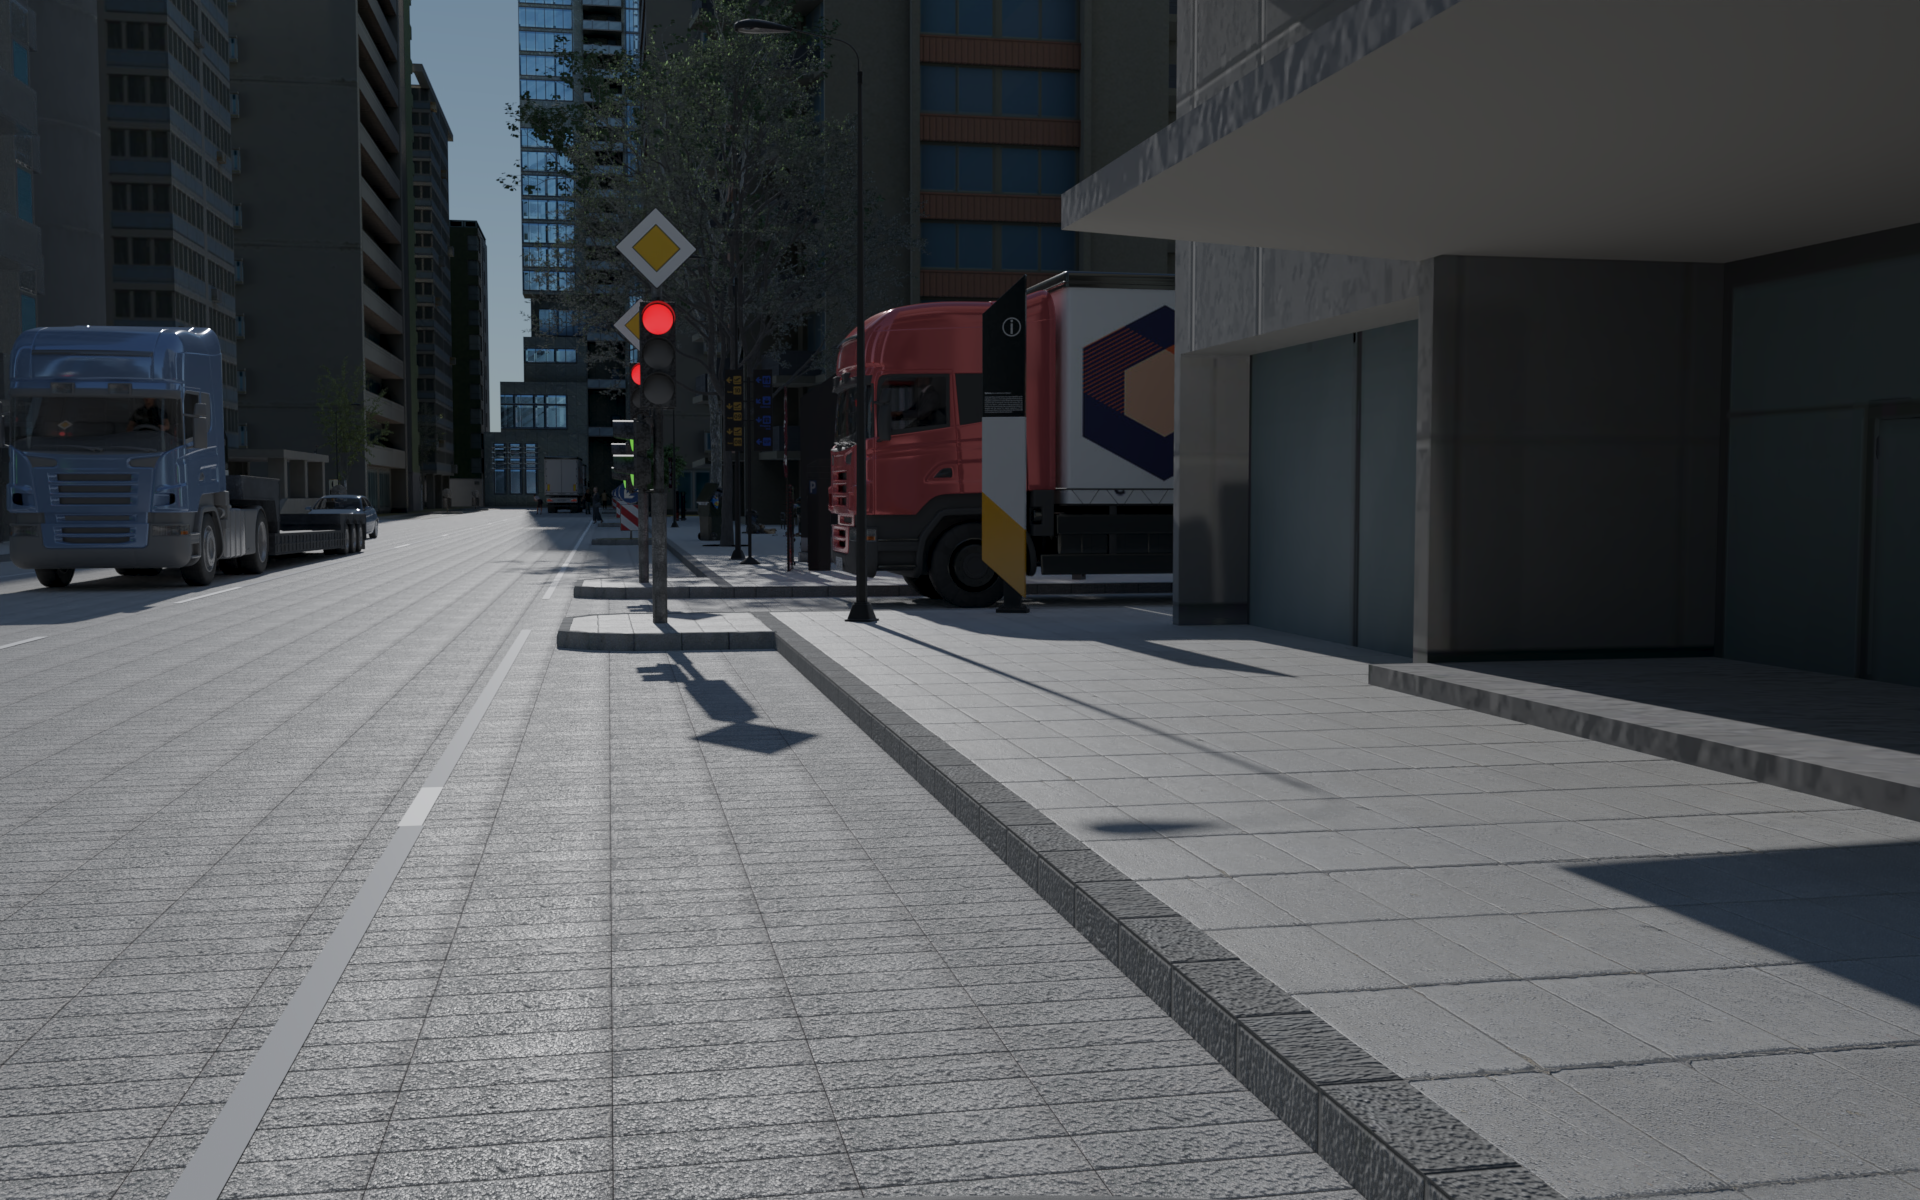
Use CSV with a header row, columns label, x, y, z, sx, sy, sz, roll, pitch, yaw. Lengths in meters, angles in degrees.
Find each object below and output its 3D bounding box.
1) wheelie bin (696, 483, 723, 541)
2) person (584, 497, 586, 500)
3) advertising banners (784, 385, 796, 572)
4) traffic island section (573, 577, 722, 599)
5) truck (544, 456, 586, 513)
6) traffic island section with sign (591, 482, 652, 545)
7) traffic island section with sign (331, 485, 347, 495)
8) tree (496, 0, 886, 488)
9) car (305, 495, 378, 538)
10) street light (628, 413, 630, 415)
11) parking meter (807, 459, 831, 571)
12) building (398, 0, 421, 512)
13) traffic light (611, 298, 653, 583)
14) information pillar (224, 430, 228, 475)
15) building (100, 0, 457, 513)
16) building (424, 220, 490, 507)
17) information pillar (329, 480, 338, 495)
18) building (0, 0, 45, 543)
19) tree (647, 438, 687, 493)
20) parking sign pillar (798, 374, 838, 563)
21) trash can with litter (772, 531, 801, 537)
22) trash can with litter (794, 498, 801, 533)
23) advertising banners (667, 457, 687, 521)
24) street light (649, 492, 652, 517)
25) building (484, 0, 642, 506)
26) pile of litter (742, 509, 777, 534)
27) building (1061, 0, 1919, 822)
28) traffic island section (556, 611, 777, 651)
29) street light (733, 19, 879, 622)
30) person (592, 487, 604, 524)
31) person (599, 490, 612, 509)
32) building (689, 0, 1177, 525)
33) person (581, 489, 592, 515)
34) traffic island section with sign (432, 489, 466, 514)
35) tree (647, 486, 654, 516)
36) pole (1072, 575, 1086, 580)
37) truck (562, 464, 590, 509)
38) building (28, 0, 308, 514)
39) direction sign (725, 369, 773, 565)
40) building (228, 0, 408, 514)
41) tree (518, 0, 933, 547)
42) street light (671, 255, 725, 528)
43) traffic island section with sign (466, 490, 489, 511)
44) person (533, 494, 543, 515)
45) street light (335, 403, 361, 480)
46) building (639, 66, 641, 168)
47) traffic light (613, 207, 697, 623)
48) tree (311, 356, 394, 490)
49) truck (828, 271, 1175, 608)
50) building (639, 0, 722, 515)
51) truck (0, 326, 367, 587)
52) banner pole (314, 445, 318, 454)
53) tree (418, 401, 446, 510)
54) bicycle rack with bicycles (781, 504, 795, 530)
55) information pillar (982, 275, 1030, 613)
label,x,y,z,sx,sy,sz,roll,pitch,yaw
wheelie bin,-6.838,-2.439,47.779,0.693,1.594,0.980,-3,5,-42
person,-33.212,-8.910,154.180,0.705,1.824,1.348,-2,4,-29
advertising banners,-2.848,-1.997,28.837,0.090,3.025,2.074,0,4,-2
traffic island section,-4.554,-0.172,25.088,2.009,0.180,2.903,-1,4,-11
truck,-30.621,-8.899,134.407,2.839,4.237,11.283,-1,4,-10
traffic island section with sign,-9.496,-2.492,49.374,1.989,1.847,2.006,-1,4,-11
traffic island section with sign,-26.354,-3.969,73.521,1.989,1.847,2.006,-1,4,-11
tree,-8.931,-12.327,57.434,12.611,20.169,13.585,0,3,0
car,-19.642,-2.631,55.025,2.014,1.417,4.499,-1,4,-10
street light,-18.198,-7.728,98.890,1.470,5.913,1.316,-1,4,-11
parking meter,-2.365,-1.425,29.013,0.255,1.863,0.399,-3,4,-38
building,-46.624,-26.856,122.697,14.154,41.232,14.086,-1,4,-11
traffic light,-4.595,-2.205,24.966,0.839,4.253,0.868,-1,4,-11
information pillar,-25.370,-4.185,59.782,0.183,3.616,0.504,0,4,-6
building,-57.452,-28.181,152.633,23.993,40.220,32.217,-1,4,-11
building,-57.346,-25.166,183.158,14.107,30.474,14.160,-1,4,-11
information pillar,-31.639,-5.077,87.502,0.304,2.012,0.304,1,4,22
building,-33.131,-25.335,33.844,23.786,49.044,30.456,-1,4,-11
tree,-16.759,-6.865,95.954,4.285,4.588,4.351,0,3,0
parking sign pillar,-2.373,-2.721,32.956,1.447,3.967,1.447,0,4,0
trash can with litter,-4.735,-2.535,52.510,2.233,1.210,1.678,3,5,41
trash can with litter,-5.015,-2.778,56.805,0.624,1.170,1.055,2,4,23
advertising banners,-13.545,-5.298,82.808,0.090,3.025,2.074,1,4,15
street light,-11.489,-5.732,66.266,1.470,5.913,1.316,-1,4,-11
building,-36.208,-53.701,190.679,31.000,86.520,22.319,-1,4,-11
pile of litter,-6.528,-2.589,56.291,1.176,0.858,1.719,0,4,-3
building,15.379,-25.470,5.666,28.713,52.752,27.495,-1,4,-11
traffic island section,-2.965,0.307,17.262,2.009,0.180,2.903,-1,4,-11
street light,-1.524,-2.733,17.226,1.470,5.913,1.316,-1,4,-11
person,-17.537,-4.568,83.613,0.576,1.772,0.534,2,4,35
person,-31.996,-9.018,156.041,1.348,1.812,0.705,1,4,12
building,-1.138,-26.054,80.606,22.147,44.769,28.867,-1,4,-11
person,-26.088,-6.913,121.543,0.705,1.822,1.348,3,4,37
traffic island section with sign,-36.435,-7.006,123.175,1.989,1.847,2.006,-1,4,-11
tree,-18.182,-6.552,101.730,1.663,3.219,1.824,0,3,0
pole,1.786,-1.961,25.907,0.158,3.312,0.155,0,3,0
truck,-36.727,-10.731,164.360,2.839,4.237,11.283,-1,4,-11
building,-42.985,-23.004,67.993,32.217,40.220,23.993,-1,4,-11
direction sign,-3.838,-2.418,31.538,0.876,3.537,0.379,0,4,6
building,-45.882,-29.374,103.969,21.300,48.544,21.600,-1,4,-11
tree,-5.604,-8.056,42.091,12.009,13.543,11.850,0,3,0
street light,-4.876,-3.736,33.623,1.470,5.913,1.316,-1,4,-11
traffic island section with sign,-41.792,-8.622,149.595,1.989,1.847,2.006,-1,4,-11
person,-29.422,-6.665,120.661,0.799,1.438,0.628,0,4,3
street light,-31.339,-7.104,88.696,1.470,5.913,1.316,-1,4,-11
building,-15.343,-36.628,140.868,21.231,58.520,28.212,-1,4,-11
traffic light,-3.006,-1.726,17.140,0.839,4.253,0.868,-1,4,-11
tree,-33.094,-8.761,93.600,4.737,8.622,4.395,0,3,0
truck,3.266,-2.112,23.443,11.283,4.237,2.839,-1,4,-13
building,-10.472,-30.145,116.568,21.300,48.544,21.600,-1,4,-11
truck,-14.213,-2.684,33.637,2.967,4.110,18.799,-1,4,-11
banner pole,-32.629,-5.981,87.814,0.401,3.779,0.863,-1,4,-8
tree,-42.524,-11.347,135.888,4.360,8.622,3.978,0,3,0
bicycle rack with bicycles,-5.475,-3.061,63.434,2.852,0.926,2.925,-1,4,-8
information pillar,0.491,-1.669,18.648,0.504,3.616,0.183,1,4,13
